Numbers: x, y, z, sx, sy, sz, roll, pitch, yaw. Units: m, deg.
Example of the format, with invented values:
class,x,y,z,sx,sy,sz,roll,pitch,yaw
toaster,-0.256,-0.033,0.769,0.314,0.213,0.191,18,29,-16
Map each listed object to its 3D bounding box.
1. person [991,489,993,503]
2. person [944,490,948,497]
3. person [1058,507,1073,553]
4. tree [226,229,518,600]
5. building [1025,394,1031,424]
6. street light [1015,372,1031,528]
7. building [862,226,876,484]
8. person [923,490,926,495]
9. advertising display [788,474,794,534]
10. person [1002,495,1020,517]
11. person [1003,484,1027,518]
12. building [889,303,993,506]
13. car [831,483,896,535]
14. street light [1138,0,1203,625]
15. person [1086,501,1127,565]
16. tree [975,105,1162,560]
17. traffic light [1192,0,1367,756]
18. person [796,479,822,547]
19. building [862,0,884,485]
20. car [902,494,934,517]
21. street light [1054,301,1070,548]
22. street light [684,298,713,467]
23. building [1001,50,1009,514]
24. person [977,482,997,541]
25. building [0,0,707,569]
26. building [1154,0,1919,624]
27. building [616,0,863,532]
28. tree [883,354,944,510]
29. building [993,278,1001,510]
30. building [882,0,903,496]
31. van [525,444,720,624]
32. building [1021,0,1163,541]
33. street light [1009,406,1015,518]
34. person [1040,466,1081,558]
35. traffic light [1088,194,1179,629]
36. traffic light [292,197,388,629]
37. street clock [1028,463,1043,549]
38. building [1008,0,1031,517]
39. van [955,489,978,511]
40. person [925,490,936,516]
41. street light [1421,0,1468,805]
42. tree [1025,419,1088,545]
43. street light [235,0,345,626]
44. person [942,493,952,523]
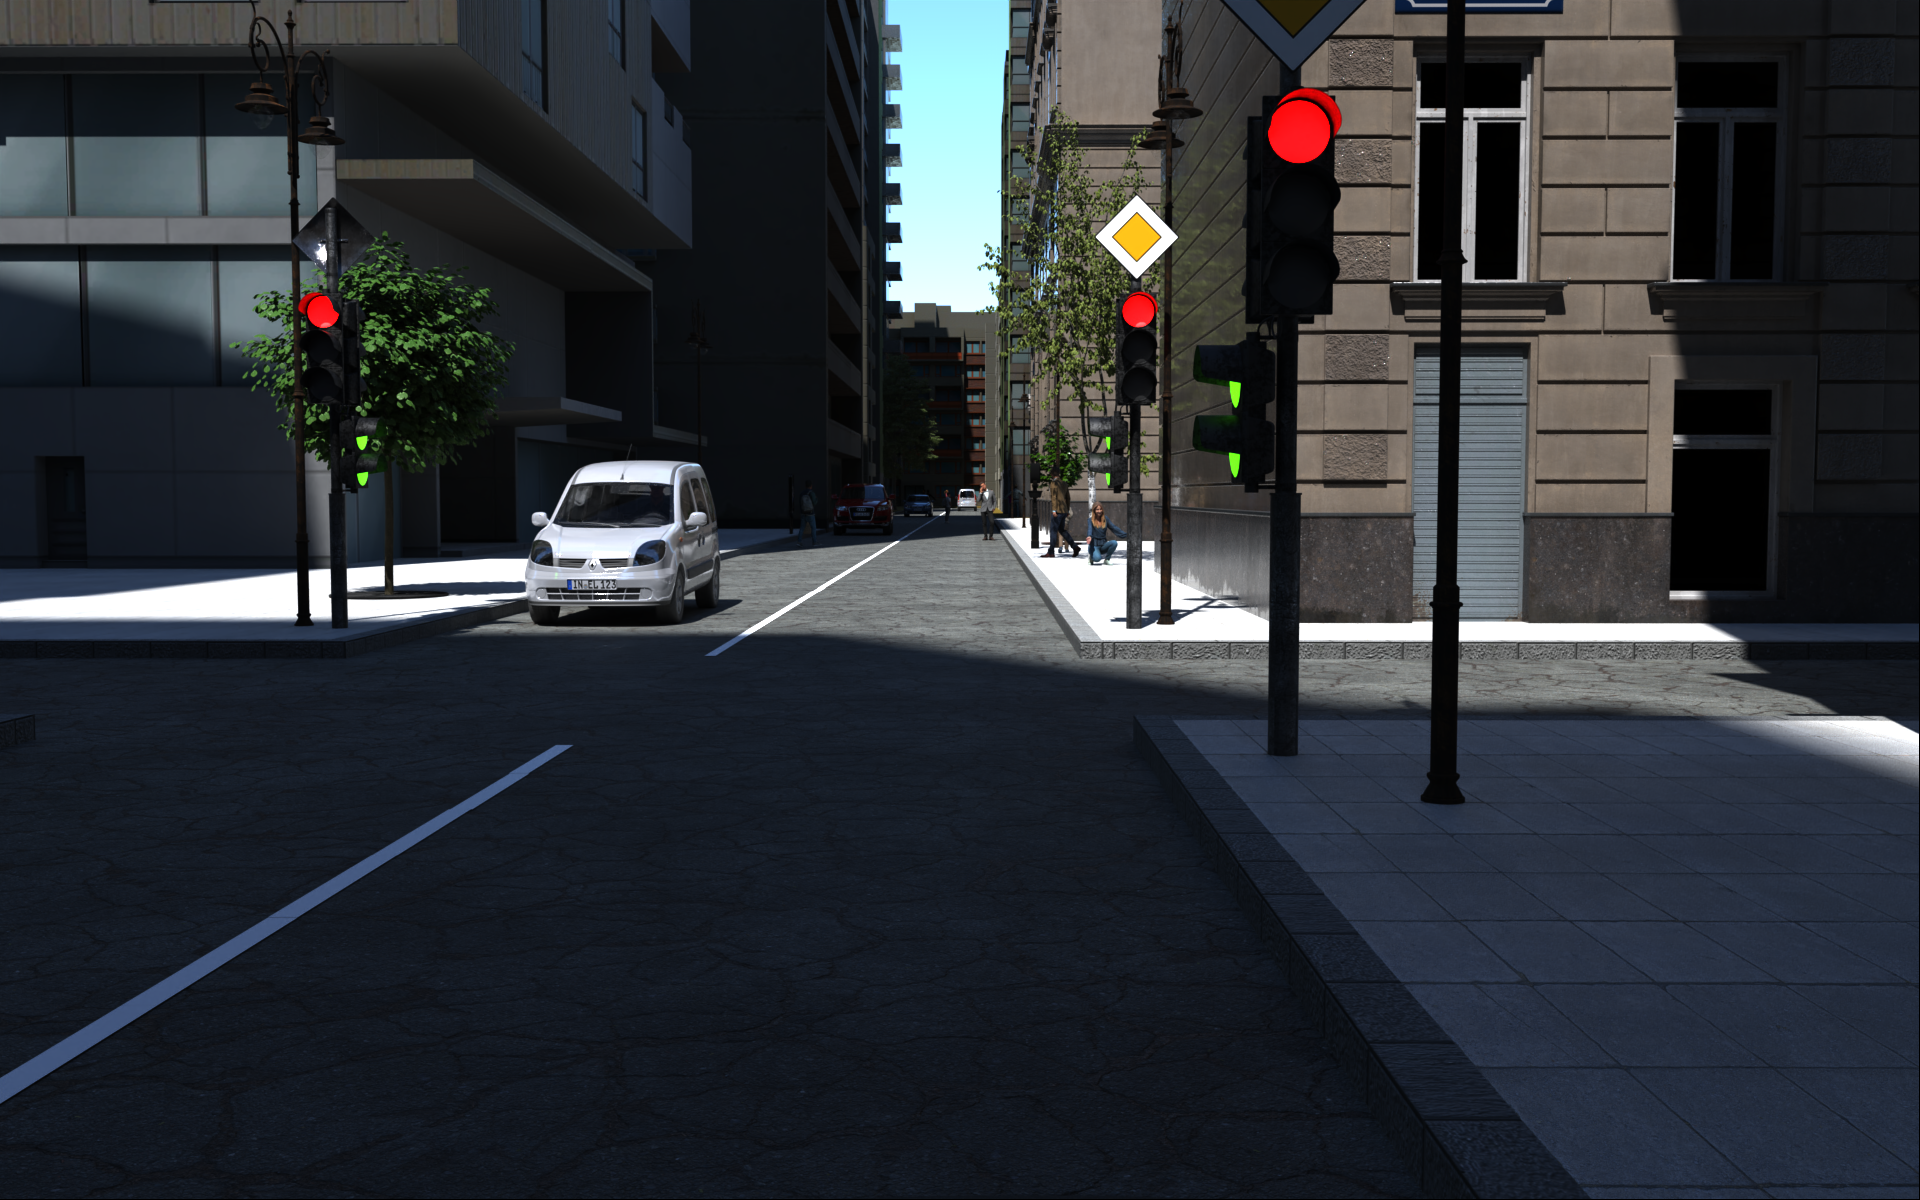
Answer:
class,x,y,z,sx,sy,sz,roll,pitch,yaw
person,2.880,-9.287,158.805,0.541,1.710,0.530,0,4,4
person,-0.905,-7.539,132.484,0.721,1.743,1.217,0,4,-6
person,2.227,-1.671,37.632,0.475,1.303,0.640,0,4,8
tree,-7.236,-2.315,21.561,4.285,4.588,4.351,0,3,0
building,10.174,-18.073,81.396,13.634,28.700,20.117,0,4,0
street light,2.435,-5.686,65.760,0.468,5.910,1.993,0,4,0
building,-19.843,-15.983,106.359,27.650,21.520,28.899,0,4,0
person,-3.152,-8.698,150.675,0.705,1.831,1.348,-2,4,-29
advertising display,-5.439,-3.098,55.860,0.123,1.923,0.974,0,4,-2
person,2.809,-5.248,95.070,0.991,1.433,0.599,0,4,7
person,2.988,-5.340,93.427,1.350,1.814,0.705,-1,4,-13
building,-2.800,-21.018,188.684,28.899,21.520,27.650,0,4,0
car,-3.425,-3.249,61.789,2.281,1.827,5.304,0,4,-1
street light,2.028,-2.698,16.902,0.468,5.910,1.993,0,4,0
person,2.645,-1.204,31.222,1.012,1.151,0.738,-1,4,-14
tree,2.452,-5.042,32.794,4.737,8.622,4.395,0,3,0
traffic light,1.573,-1.193,8.428,0.839,4.253,0.868,0,4,0
person,-4.112,-2.332,46.616,0.713,1.824,0.794,-3,4,-36
building,-13.035,-27.129,127.152,14.154,41.232,14.086,0,4,0
car,-2.601,-5.939,109.101,2.014,1.417,4.499,0,4,1
street light,2.330,-4.182,41.167,0.468,5.910,1.993,0,4,0
street light,-6.182,-4.179,41.111,0.468,5.910,1.993,0,4,0
building,9.891,-21.092,116.548,14.160,30.474,14.107,0,4,0
person,0.837,-2.742,53.509,0.592,1.802,0.473,1,4,18
building,-21.539,-27.596,40.426,28.713,52.752,27.495,0,4,0
building,15.277,-13.739,21.901,25.104,27.353,12.463,0,4,0
building,-15.470,-27.479,72.991,21.300,48.544,21.600,0,4,0
tree,-5.204,-13.556,139.761,7.486,12.596,7.792,0,3,0
building,17.132,-18.856,153.335,27.650,21.520,28.899,0,4,0
building,-20.567,-32.778,155.535,30.456,49.044,23.786,0,4,0
van,-3.899,-0.822,20.456,2.013,2.044,4.112,0,4,1
building,8.403,-15.969,58.359,12.463,27.353,25.104,0,4,0
street light,2.748,-7.229,90.974,0.468,5.910,1.993,0,4,0
person,2.032,-1.775,34.982,0.836,1.842,0.656,0,4,2
traffic light,1.642,-1.681,16.413,0.839,4.253,0.868,0,4,0
traffic light,-5.920,-1.684,16.461,0.839,4.253,0.868,0,4,0
street clock,1.767,-2.211,40.713,0.358,2.002,0.471,0,4,5
building,9.832,-25.559,101.479,14.154,41.232,14.086,0,4,0
van,0.606,-8.484,145.720,2.013,2.044,4.112,0,4,1
person,-2.124,-6.362,113.346,1.217,1.723,0.721,-1,4,-19
street light,2.018,-2.096,7.061,0.468,5.910,1.993,0,4,0
tree,2.435,-3.016,43.920,1.663,3.219,1.824,0,3,0
street light,-6.396,-2.686,16.709,0.468,5.910,1.993,0,4,0
person,-0.639,-4.591,86.151,0.503,1.515,0.523,1,4,14
